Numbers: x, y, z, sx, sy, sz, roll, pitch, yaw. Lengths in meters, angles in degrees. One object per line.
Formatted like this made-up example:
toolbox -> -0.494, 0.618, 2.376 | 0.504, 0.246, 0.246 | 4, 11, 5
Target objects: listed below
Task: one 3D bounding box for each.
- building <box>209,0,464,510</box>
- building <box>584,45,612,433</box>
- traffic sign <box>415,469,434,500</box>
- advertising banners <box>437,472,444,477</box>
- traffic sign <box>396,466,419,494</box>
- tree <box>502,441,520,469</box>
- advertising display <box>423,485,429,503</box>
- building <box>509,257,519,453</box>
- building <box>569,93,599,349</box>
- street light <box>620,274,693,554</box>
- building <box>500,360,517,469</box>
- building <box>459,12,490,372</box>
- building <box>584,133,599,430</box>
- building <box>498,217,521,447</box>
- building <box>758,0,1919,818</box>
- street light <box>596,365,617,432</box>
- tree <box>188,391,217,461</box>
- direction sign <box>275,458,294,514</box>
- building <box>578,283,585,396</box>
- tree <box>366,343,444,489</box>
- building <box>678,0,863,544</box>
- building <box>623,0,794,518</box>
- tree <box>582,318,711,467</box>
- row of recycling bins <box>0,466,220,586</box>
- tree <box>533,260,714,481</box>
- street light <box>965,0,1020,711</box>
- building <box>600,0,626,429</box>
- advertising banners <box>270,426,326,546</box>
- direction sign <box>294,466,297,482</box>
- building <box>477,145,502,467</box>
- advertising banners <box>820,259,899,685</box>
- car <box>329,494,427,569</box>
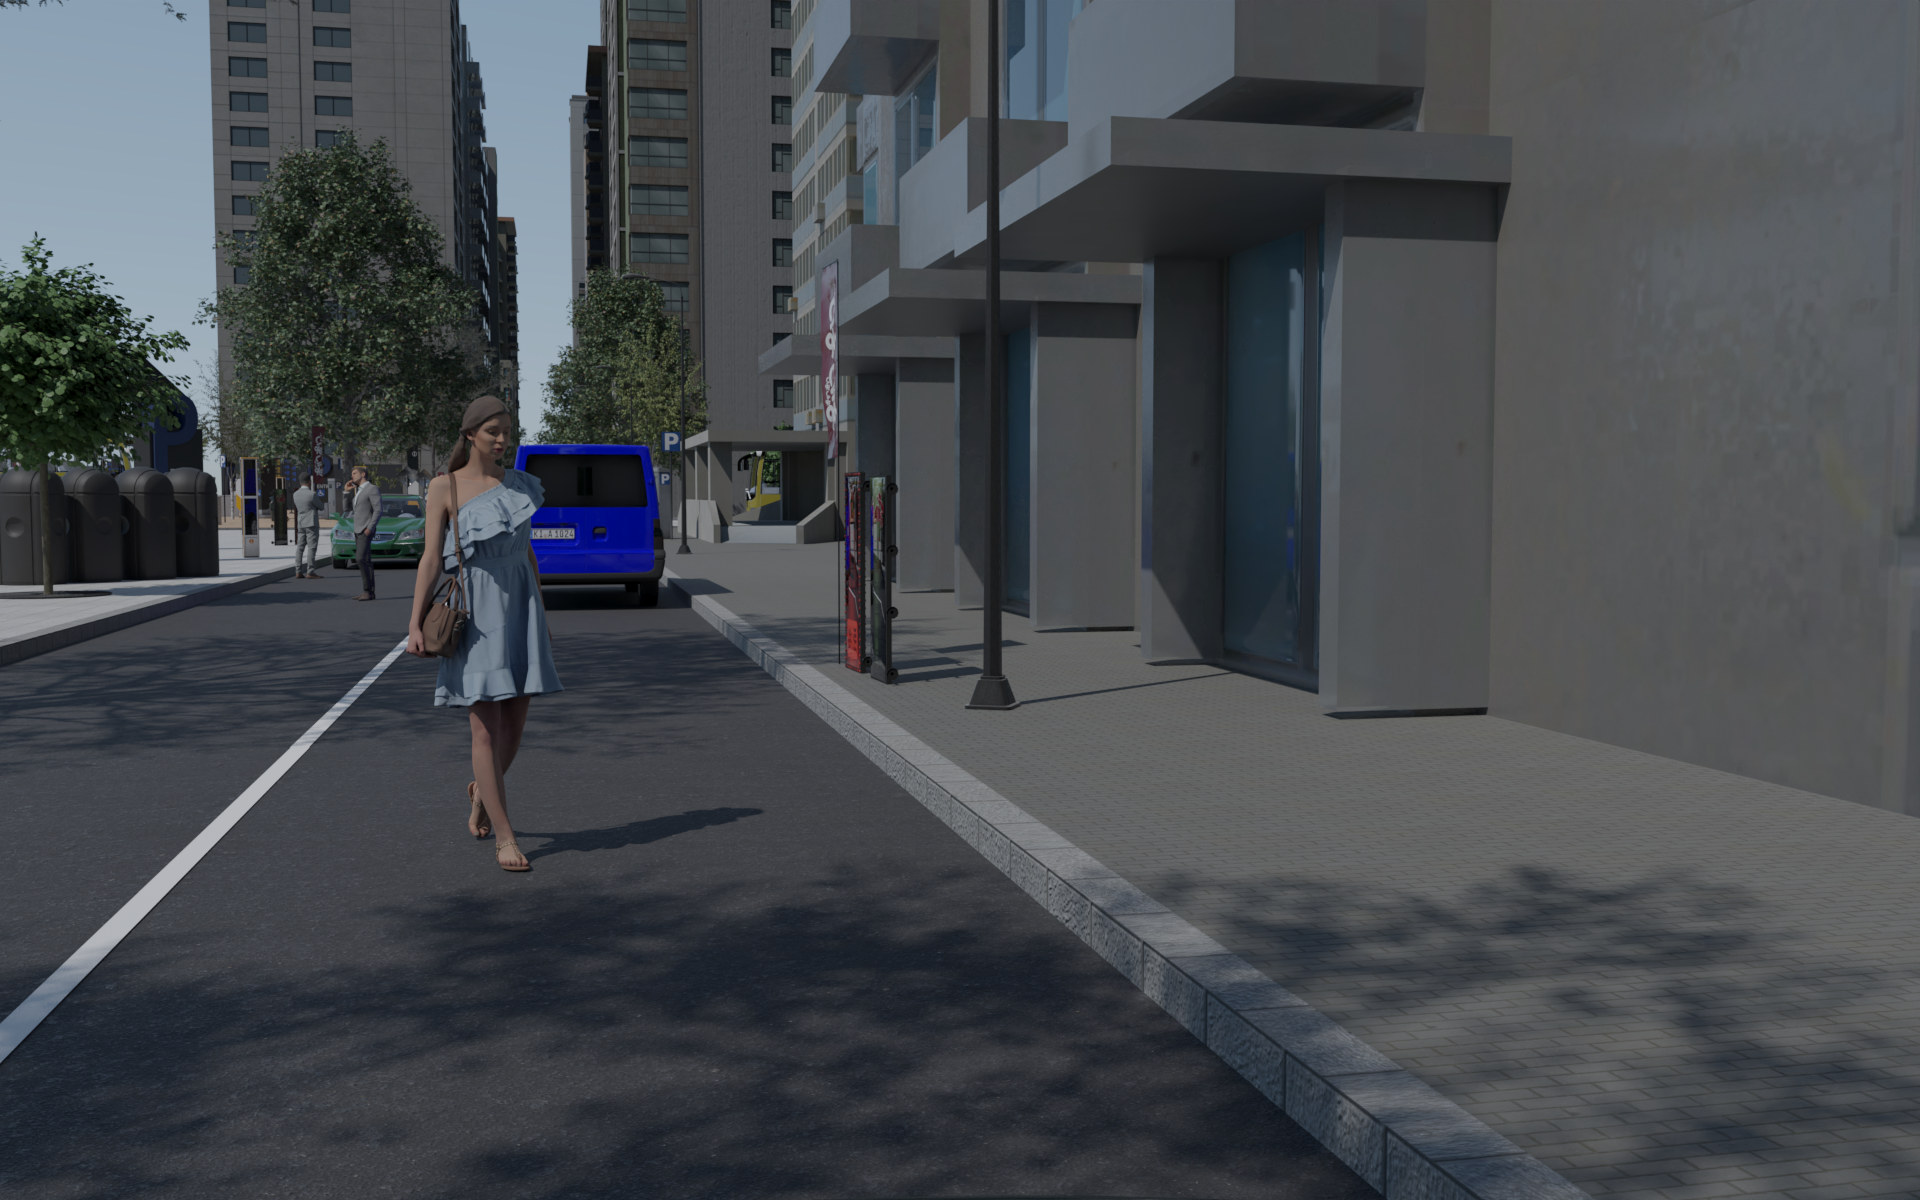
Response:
building -> -51.309, -43.434, 148.393 | 20.563, 71.187, 20.611 | -1, 4, -13
building -> -25.508, -31.582, 170.995 | 22.147, 44.769, 28.867 | -1, 4, -13
traffic sign -> -21.338, -3.998, 69.017 | 0.795, 2.450, 0.064 | -1, 4, -13
advertising banners -> -40.517, -8.667, 137.898 | 2.074, 3.025, 0.090 | 0, 4, -7
traffic sign -> -19.532, -3.523, 61.238 | 0.795, 2.450, 0.064 | -1, 4, -13
tree -> -54.335, -15.835, 209.264 | 4.360, 8.622, 3.978 | 0, 3, 0
advertising display -> -27.945, -5.289, 91.690 | 0.974, 1.923, 0.123 | 1, 4, 10
building -> -79.995, -36.769, 284.763 | 14.154, 41.232, 14.086 | -1, 4, -13
building -> -47.083, -43.805, 258.204 | 21.231, 58.520, 28.212 | -1, 4, -13
street light -> -6.426, -3.928, 36.758 | 1.470, 5.913, 1.316 | -1, 4, -13
building -> -74.621, -23.822, 234.520 | 27.650, 21.520, 28.899 | -1, 4, -13
building -> -59.019, -33.883, 173.600 | 23.786, 49.044, 30.456 | -1, 4, -13
building -> -38.592, -34.352, 211.758 | 14.600, 45.320, 14.200 | -1, 4, -13
building -> -78.425, -37.210, 263.013 | 22.147, 44.769, 28.867 | -1, 4, -13
building -> 10.497, -24.407, 18.669 | 23.786, 49.044, 30.456 | -1, 4, -13
street light -> -12.452, -5.521, 62.807 | 1.470, 5.913, 1.316 | -1, 4, -13
tree -> -53.680, -10.355, 119.663 | 4.737, 8.622, 4.395 | 0, 3, 0
direction sign -> -42.248, -7.097, 108.032 | 0.876, 3.537, 0.379 | -1, 4, -9
building -> -45.101, -28.510, 237.838 | 14.160, 30.474, 14.107 | -1, 4, -13
tree -> -26.234, -8.108, 82.932 | 4.360, 8.622, 3.978 | 0, 3, 0
building -> 7.691, -22.171, 54.380 | 32.217, 40.220, 23.993 | -1, 4, -13
building -> -12.162, -20.059, 99.662 | 14.160, 30.474, 14.107 | -1, 4, -13
tree -> -12.981, -7.543, 73.689 | 4.737, 8.622, 4.395 | 0, 3, 0
row of recycling bins -> -12.551, -1.140, 25.754 | 1.069, 1.692, 3.534 | 2, 4, 25
tree -> -16.449, -10.272, 84.947 | 9.611, 12.733, 9.660 | 0, 3, 0
street light -> -0.333, -2.299, 10.122 | 1.470, 5.913, 1.316 | -1, 4, -13
building -> -31.786, -46.267, 194.710 | 20.563, 71.187, 20.611 | -1, 4, -13
advertising banners -> -16.692, -2.910, 43.773 | 0.090, 3.025, 2.074 | 1, 4, 19
direction sign -> -43.731, -7.413, 113.198 | 0.876, 3.537, 0.379 | 1, 4, 16
building -> -59.788, -31.394, 196.886 | 14.154, 41.232, 14.086 | -1, 4, -13
advertising banners -> -0.754, -0.996, 12.470 | 0.090, 3.025, 2.074 | -1, 4, -17
car -> -11.492, -1.411, 34.869 | 2.131, 1.459, 4.920 | -1, 4, -13
